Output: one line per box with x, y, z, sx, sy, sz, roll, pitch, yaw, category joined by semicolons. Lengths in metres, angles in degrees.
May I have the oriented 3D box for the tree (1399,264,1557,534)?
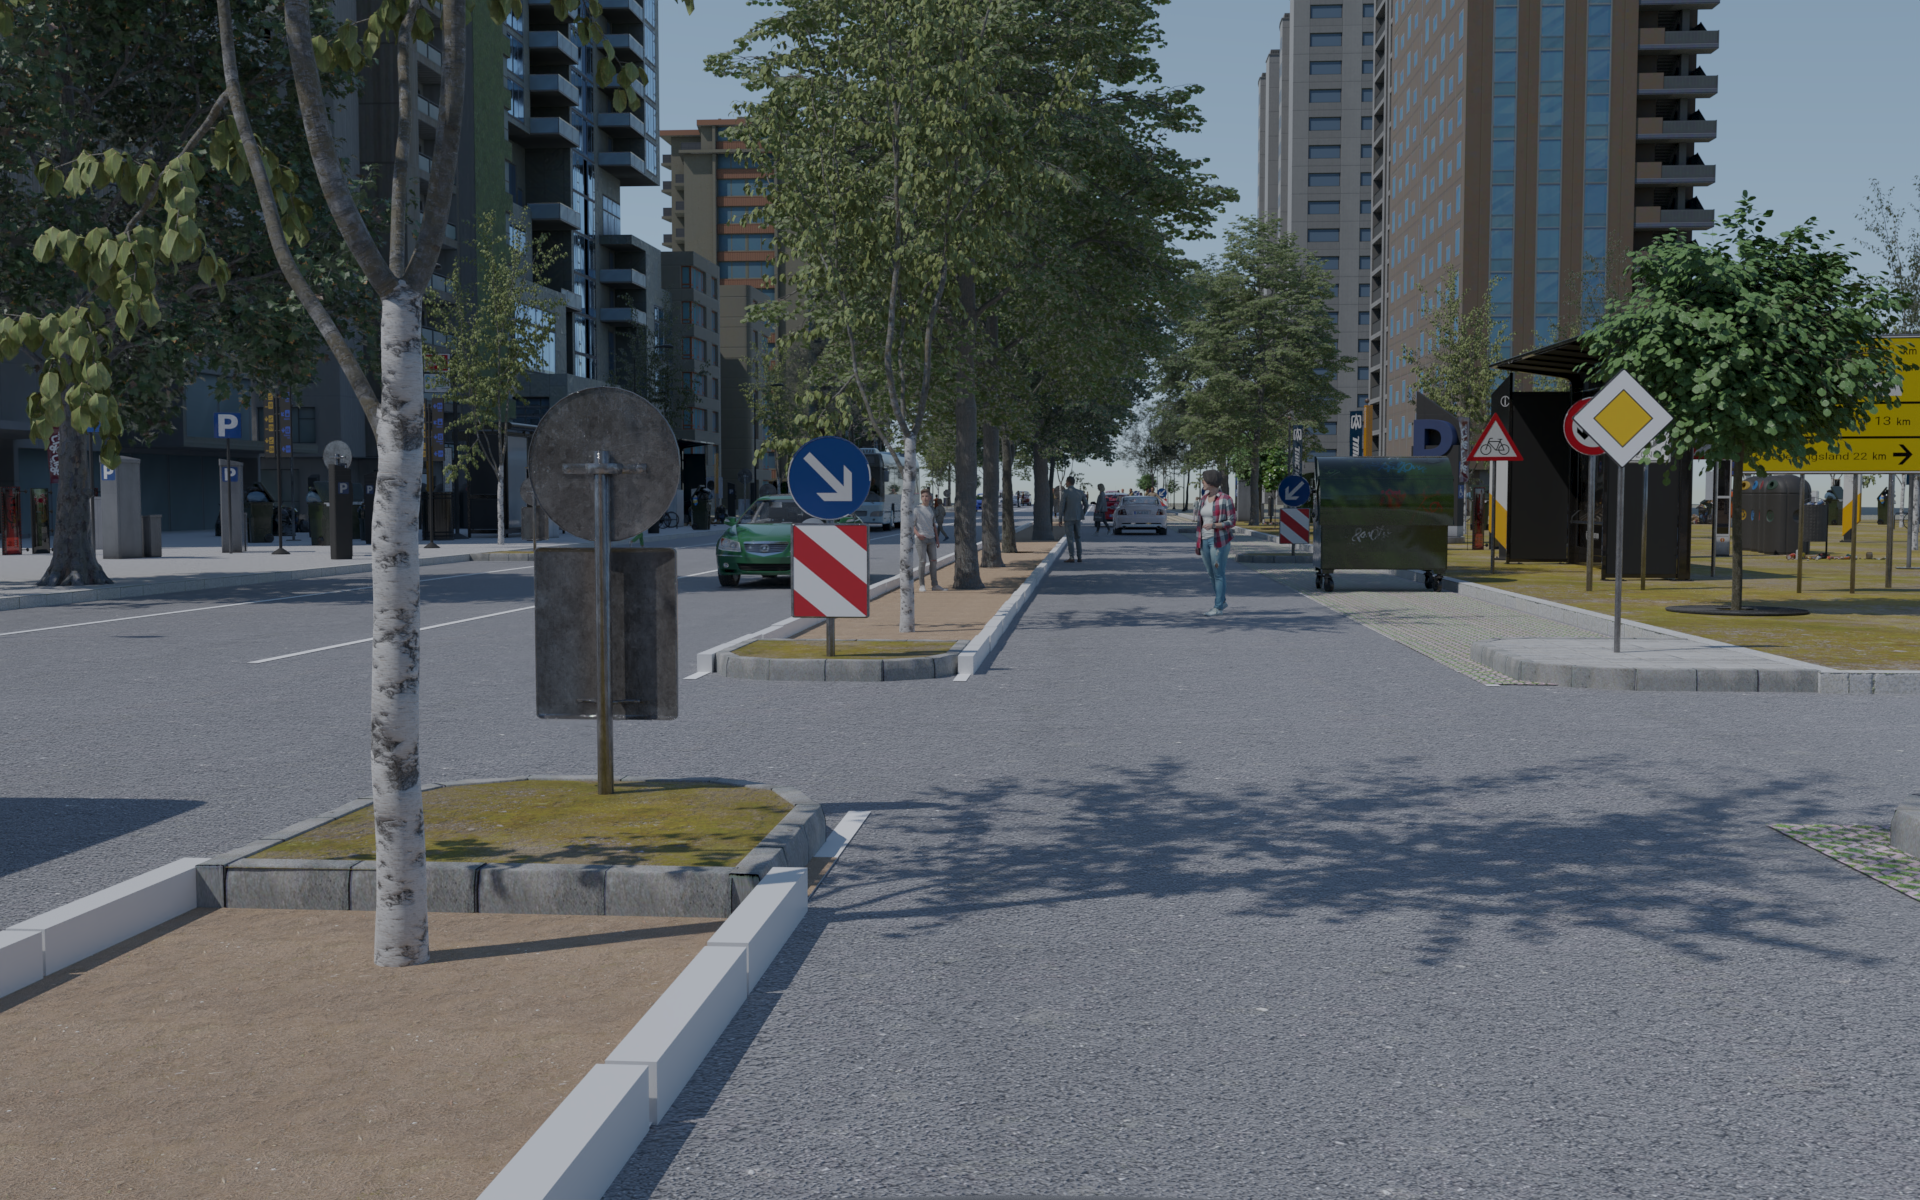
16.032;-6.393;54.888;4.737;8.622;4.395;0;3;0;tree

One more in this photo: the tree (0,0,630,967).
-1.723;-3.207;5.261;4.737;8.622;4.395;0;3;0;tree

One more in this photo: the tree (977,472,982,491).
0.962;-13.551;205.273;4.285;4.588;4.351;0;3;0;tree

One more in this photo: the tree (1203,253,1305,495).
14.005;-11.283;91.137;9.857;13.997;8.962;0;3;0;tree

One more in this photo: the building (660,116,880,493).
-22.643;-33.563;203.375;22.147;44.769;28.867;0;4;5;building

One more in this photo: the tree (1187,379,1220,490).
14.979;-9.234;101.345;4.737;8.622;4.395;0;3;0;tree

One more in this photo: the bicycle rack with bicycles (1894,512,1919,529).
35.139;-2.978;62.072;2.925;0.926;2.852;-1;4;-16;bicycle rack with bicycles

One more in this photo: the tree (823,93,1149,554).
1.087;-6.942;41.710;9.928;11.665;9.643;0;3;0;tree

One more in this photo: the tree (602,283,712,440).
-10.827;-6.778;61.175;4.360;8.622;3.978;0;3;0;tree

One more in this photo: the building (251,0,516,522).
-29.645;-24.186;79.034;14.154;41.232;14.086;0;4;5;building

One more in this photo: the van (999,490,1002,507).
3.411;-9.281;158.753;2.013;2.044;4.112;0;4;6;van

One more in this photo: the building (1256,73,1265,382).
50.176;-42.130;230.816;21.231;58.520;28.212;0;4;5;building

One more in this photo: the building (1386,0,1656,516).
37.929;-28.728;119.806;14.600;45.320;14.200;0;4;5;building

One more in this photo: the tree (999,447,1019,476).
3.835;-20.307;242.394;12.009;13.543;11.850;0;3;0;tree

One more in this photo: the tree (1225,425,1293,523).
13.473;-5.717;77.183;4.285;4.588;4.351;0;3;0;tree

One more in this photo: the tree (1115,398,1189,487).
23.895;-18.620;214.802;12.009;13.543;11.850;0;3;0;tree

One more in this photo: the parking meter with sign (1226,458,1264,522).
13.242;-5.147;80.407;1.738;3.016;0.543;0;4;3;parking meter with sign

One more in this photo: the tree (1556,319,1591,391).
25.450;-7.445;72.085;4.737;8.622;4.395;0;3;0;tree

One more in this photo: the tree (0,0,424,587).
-12.472;-6.561;24.287;9.611;12.733;9.660;0;3;0;tree

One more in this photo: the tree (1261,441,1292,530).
11.387;-4.168;62.741;1.663;3.219;1.824;0;3;0;tree

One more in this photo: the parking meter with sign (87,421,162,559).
-16.630;-2.331;34.375;0.543;3.016;1.738;1;4;14;parking meter with sign

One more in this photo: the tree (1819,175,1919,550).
21.601;-5.441;39.330;4.360;8.622;3.978;0;3;0;tree

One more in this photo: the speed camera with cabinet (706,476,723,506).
-13.338;-5.867;90.260;2.038;3.252;0.660;2;4;31;speed camera with cabinet

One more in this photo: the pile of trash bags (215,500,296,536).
-21.015;-2.664;53.301;3.447;1.369;1.912;-2;4;-35;pile of trash bags

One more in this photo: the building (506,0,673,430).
-30.840;-48.559;106.617;22.319;86.520;31.000;0;4;5;building

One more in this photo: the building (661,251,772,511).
-31.560;-17.977;138.965;27.650;21.520;28.899;0;4;5;building

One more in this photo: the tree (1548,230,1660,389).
18.816;-6.047;49.231;4.360;8.622;3.978;0;3;0;tree

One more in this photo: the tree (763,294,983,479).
-6.812;-11.732;102.193;12.009;13.543;11.850;0;3;0;tree

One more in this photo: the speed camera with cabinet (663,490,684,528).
-11.263;-4.442;66.964;0.660;3.252;2.038;0;4;8;speed camera with cabinet

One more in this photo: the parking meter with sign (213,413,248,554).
-15.933;-2.550;37.950;0.543;3.016;1.738;-1;4;-18;parking meter with sign

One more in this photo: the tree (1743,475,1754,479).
38.662;-8.224;84.829;4.360;8.622;3.978;0;3;0;tree

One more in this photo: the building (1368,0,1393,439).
42.253;-42.701;136.412;20.563;71.187;20.611;0;4;5;building

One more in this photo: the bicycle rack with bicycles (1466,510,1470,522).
21.350;-3.935;77.727;2.925;0.926;2.852;1;4;20;bicycle rack with bicycles

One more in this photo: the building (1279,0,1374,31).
47.814;-40.399;202.517;21.231;58.520;28.212;0;4;5;building

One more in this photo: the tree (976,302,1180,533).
3.164;-7.655;62.026;8.767;10.594;7.601;0;4;5;tree

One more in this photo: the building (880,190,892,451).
-20.763;-35.322;232.131;22.147;44.769;28.867;0;4;5;building

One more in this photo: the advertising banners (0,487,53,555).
-19.951;-2.460;36.413;0.090;3.025;2.074;1;4;18;advertising banners

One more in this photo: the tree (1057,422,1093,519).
5.157;-8.250;87.709;4.360;8.622;3.978;0;3;0;tree

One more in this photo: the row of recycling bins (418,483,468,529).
-18.569;-3.472;63.876;3.534;1.692;1.069;-3;4;-37;row of recycling bins

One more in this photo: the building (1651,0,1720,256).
36.408;-27.865;105.709;14.600;45.320;14.200;0;4;5;building

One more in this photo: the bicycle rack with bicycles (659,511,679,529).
-11.743;-3.123;64.441;2.925;0.926;2.852;-1;4;-18;bicycle rack with bicycles

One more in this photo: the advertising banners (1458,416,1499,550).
11.915;-2.661;39.692;2.074;3.025;0.090;-3;5;-44;advertising banners

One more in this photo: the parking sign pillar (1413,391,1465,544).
12.412;-3.457;44.998;1.447;3.967;1.447;3;5;39;parking sign pillar

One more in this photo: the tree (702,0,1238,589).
0.175;-6.407;25.340;7.486;12.596;7.792;0;3;0;tree

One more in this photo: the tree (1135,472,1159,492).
25.676;-15.458;236.448;4.285;4.588;4.351;0;3;0;tree

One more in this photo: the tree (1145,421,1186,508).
19.210;-12.840;160.303;4.360;8.622;3.978;0;3;0;tree

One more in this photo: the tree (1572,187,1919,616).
8.456;-2.146;18.801;4.285;4.588;4.351;0;3;0;tree

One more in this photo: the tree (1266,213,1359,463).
12.356;-9.296;70.114;7.486;12.596;7.792;0;3;0;tree

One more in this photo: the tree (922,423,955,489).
-2.076;-13.223;166.558;4.360;8.622;3.978;0;3;0;tree

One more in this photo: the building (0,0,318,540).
-38.332;-28.215;50.555;28.713;52.752;27.495;0;4;5;building

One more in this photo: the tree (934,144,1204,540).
2.568;-8.808;53.130;9.857;13.997;8.962;0;3;0;tree

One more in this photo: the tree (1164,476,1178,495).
22.179;-11.404;181.053;1.663;3.219;1.824;0;3;0;tree

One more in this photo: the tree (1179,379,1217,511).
17.939;-12.239;134.524;7.601;10.594;8.767;1;4;15;tree

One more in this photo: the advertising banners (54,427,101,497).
-22.166;-2.928;44.066;2.074;3.025;0.090;-1;4;-11;advertising banners

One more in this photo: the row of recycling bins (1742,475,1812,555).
17.884;-1.894;38.078;1.069;1.692;3.534;1;4;12;row of recycling bins

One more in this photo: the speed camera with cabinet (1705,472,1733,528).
29.464;-4.400;66.270;2.038;3.252;0.660;-2;4;-26;speed camera with cabinet

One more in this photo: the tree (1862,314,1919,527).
36.366;-7.117;66.728;4.737;8.622;4.395;0;3;0;tree

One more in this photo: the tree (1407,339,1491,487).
22.966;-8.012;81.353;4.360;8.622;3.978;0;3;0;tree
